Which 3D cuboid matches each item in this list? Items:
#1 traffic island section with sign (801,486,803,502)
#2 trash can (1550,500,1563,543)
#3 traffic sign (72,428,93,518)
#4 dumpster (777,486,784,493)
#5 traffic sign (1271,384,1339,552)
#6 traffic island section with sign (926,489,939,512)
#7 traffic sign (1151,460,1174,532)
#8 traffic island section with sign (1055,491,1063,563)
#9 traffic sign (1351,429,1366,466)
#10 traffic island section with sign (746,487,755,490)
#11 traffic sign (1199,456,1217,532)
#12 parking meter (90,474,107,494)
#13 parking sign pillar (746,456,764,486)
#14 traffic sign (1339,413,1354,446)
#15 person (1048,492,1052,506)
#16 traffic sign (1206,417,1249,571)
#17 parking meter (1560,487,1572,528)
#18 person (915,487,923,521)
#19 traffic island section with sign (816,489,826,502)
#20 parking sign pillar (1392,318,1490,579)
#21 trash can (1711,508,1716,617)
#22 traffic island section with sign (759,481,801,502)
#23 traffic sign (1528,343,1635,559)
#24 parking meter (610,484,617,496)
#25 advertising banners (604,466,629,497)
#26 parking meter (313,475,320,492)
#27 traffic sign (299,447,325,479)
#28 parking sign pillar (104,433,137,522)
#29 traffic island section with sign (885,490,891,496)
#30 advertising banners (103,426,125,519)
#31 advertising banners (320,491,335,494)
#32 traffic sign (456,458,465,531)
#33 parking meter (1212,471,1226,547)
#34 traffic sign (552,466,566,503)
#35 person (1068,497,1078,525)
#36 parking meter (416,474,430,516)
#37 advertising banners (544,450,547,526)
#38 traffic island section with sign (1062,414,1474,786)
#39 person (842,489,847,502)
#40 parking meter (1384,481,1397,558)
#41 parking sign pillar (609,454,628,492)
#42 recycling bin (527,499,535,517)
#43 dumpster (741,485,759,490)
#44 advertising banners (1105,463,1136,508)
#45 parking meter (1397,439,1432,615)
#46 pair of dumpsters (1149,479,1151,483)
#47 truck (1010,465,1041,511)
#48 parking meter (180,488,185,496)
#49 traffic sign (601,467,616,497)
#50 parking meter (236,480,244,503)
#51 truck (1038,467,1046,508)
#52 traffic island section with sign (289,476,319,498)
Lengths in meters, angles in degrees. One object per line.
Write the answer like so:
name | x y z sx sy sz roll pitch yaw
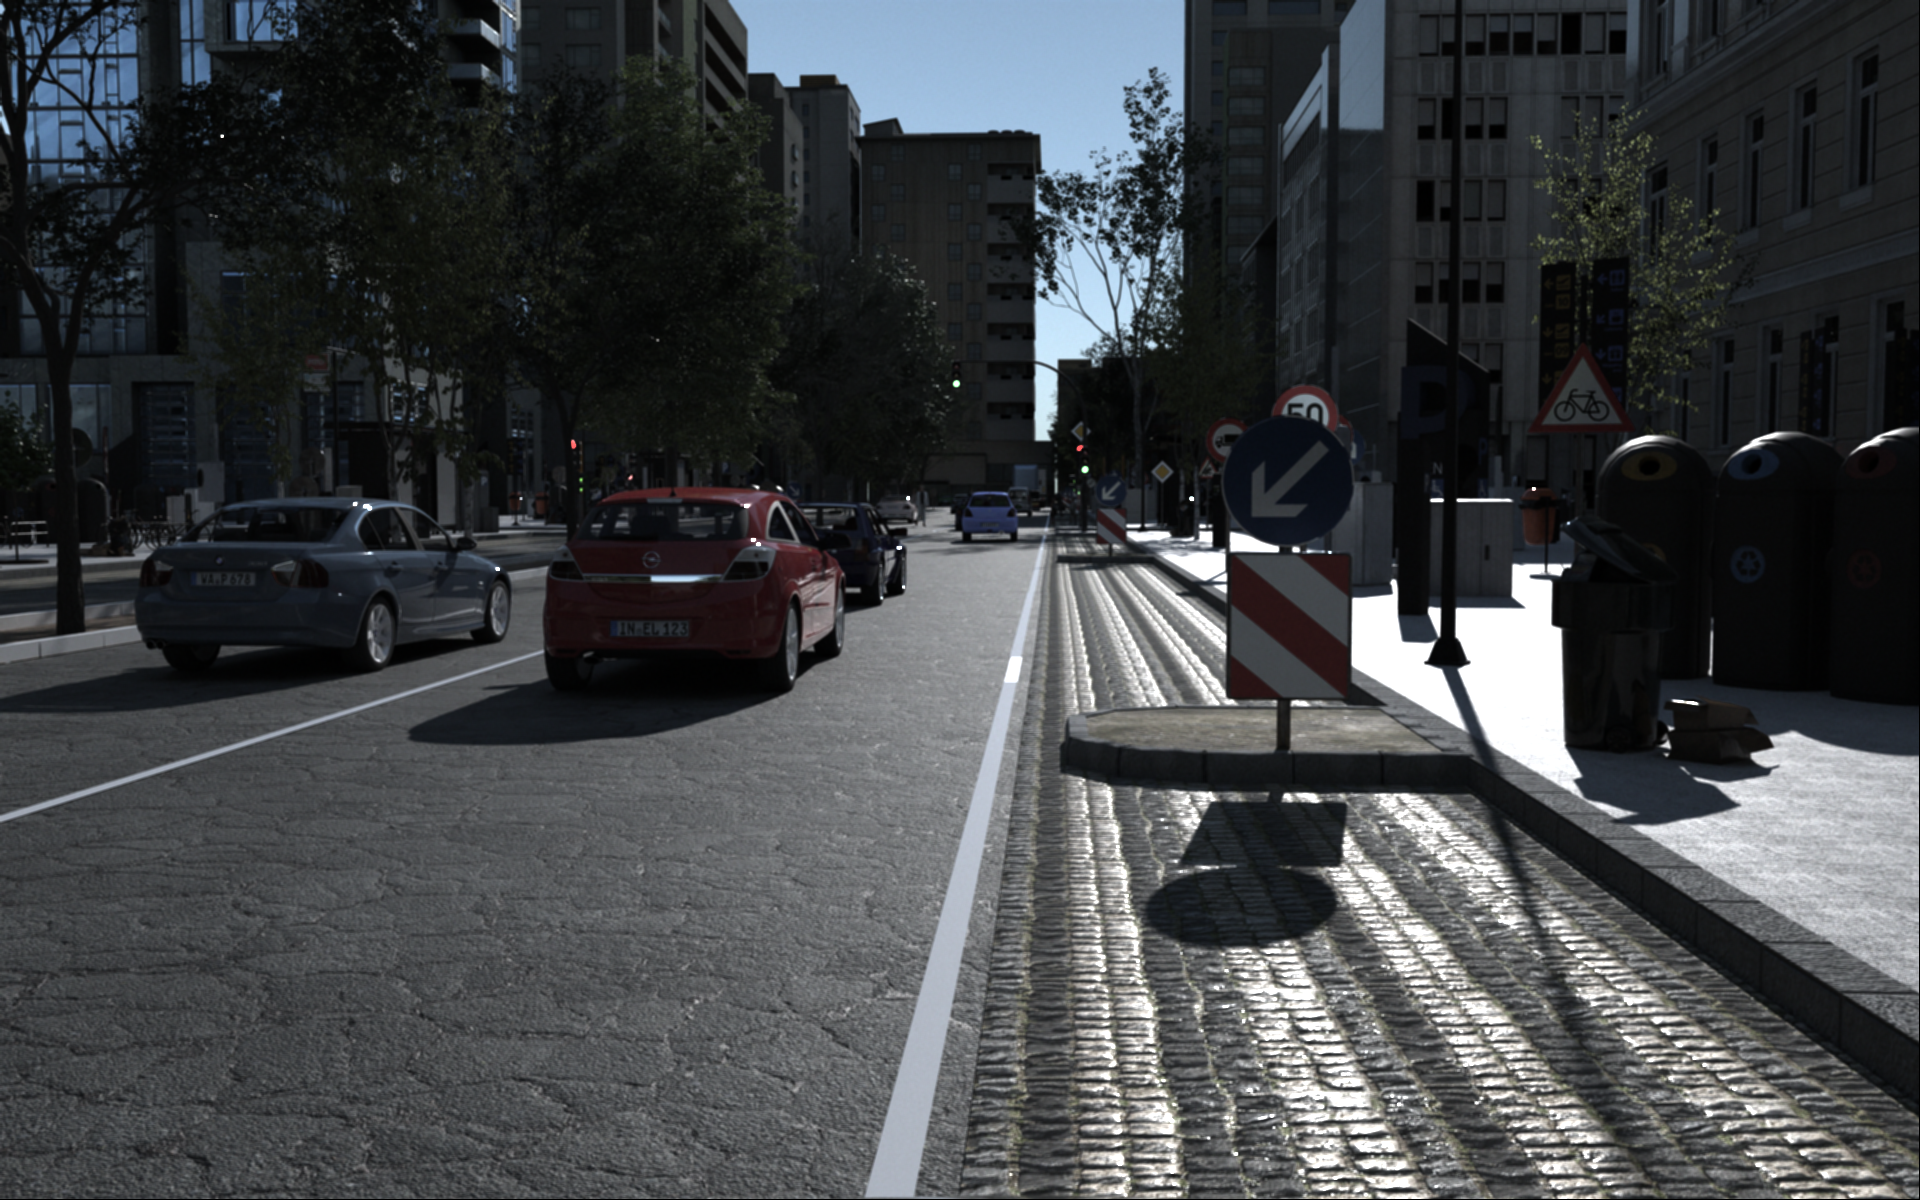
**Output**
traffic island section with sign | -6.305 -3.604 67.058 2.006 1.907 1.989 0 4 3
trash can | 15.341 -2.051 45.188 0.748 1.137 0.748 0 3 0
traffic sign | -17.063 -2.035 33.381 0.768 2.556 0.104 1 4 10
dumpster | -12.716 -6.846 117.683 1.264 1.857 1.865 0 4 3
traffic sign | 4.012 -1.229 20.204 0.768 2.556 0.104 1 4 10
traffic island section with sign | -2.230 -8.193 142.087 2.006 1.907 1.989 0 4 3
traffic sign | 6.890 -3.537 59.023 0.795 2.450 0.064 0 4 6
traffic island section with sign | 3.039 -1.696 36.359 1.989 1.847 2.006 0 4 3
traffic sign | 7.336 -2.015 33.059 0.768 2.556 0.104 1 4 11
traffic island section with sign | -11.230 -5.125 92.415 1.989 1.847 2.006 0 4 3
traffic sign | 8.401 -3.596 58.801 0.884 2.594 0.081 1 4 10
parking meter | -24.755 -2.696 49.792 0.399 1.863 0.255 -3 5 -41
parking sign pillar | -13.161 -7.516 111.355 1.447 3.967 1.447 3 5 40
traffic sign | 5.638 -1.620 26.594 0.768 2.556 0.104 1 4 12
person | 10.540 -11.801 202.907 0.415 1.643 0.593 1 4 10
traffic sign | 4.470 -1.758 28.857 0.768 2.556 0.104 0 4 5
parking meter | 22.846 -3.479 65.289 0.372 1.533 0.369 0 3 0
person | -2.143 -5.151 92.695 0.573 1.828 0.580 -1 4 -14
traffic island section with sign | -9.680 -6.845 120.537 1.989 1.847 2.006 0 4 3
parking sign pillar | 7.293 -2.306 26.175 1.447 3.967 1.447 3 5 41
trash can | 7.822 -0.408 18.321 0.748 1.137 0.748 0 3 0
traffic island section with sign | -6.717 -3.151 59.663 2.006 1.907 1.989 0 4 3
traffic sign | 5.360 -0.917 14.994 0.884 2.594 0.081 1 4 9
parking meter | -20.740 -5.996 103.748 0.399 1.863 0.255 0 4 0
advertising banners | -21.209 -6.794 107.274 2.074 3.025 0.090 2 4 25
parking meter | -20.242 -2.967 54.224 0.255 1.863 0.399 1 4 17
traffic sign | -17.493 -2.854 46.762 0.768 2.556 0.104 1 4 10
parking sign pillar | -36.725 -5.339 75.769 1.447 3.967 1.447 2 4 32
traffic island section with sign | -7.014 -9.846 169.604 1.989 1.847 2.006 0 4 3
advertising banners | -21.616 -2.939 44.236 0.090 3.025 2.074 -3 4 -37
advertising banners | -25.176 -4.556 70.678 2.074 3.025 0.090 0 4 2
traffic sign | -17.495 -3.682 60.309 0.768 2.556 0.104 0 4 4
parking meter | 6.307 -2.212 41.871 0.399 1.863 0.255 -3 5 -40
traffic sign | -17.969 -4.754 77.839 0.768 2.556 0.104 0 4 5
person | 5.262 -4.140 80.460 0.475 1.303 0.640 2 4 32
parking meter | -15.478 -2.703 49.909 0.255 1.863 0.399 -3 5 -41
advertising banners | -16.765 -4.517 70.034 0.090 3.025 2.074 -1 4 -14
traffic island section with sign | 1.575 -0.050 9.444 1.989 1.847 2.006 0 4 3
person | -8.020 -6.814 120.459 0.362 1.759 0.519 0 4 7
parking meter | 8.598 -1.615 34.820 0.372 1.533 0.369 0 3 0
parking sign pillar | -22.908 -7.808 116.129 1.447 3.967 1.447 3 4 37
recycling bin | -23.426 -5.066 95.388 0.722 1.027 0.722 0 4 -6
dumpster | -13.169 -6.324 109.160 1.264 1.857 1.865 0 4 3
advertising banners | 9.059 -6.218 97.859 2.074 3.025 0.090 0 4 7
parking meter | 4.845 -0.780 18.461 0.255 1.863 0.399 2 4 30
pair of dumpsters | 11.691 -6.184 103.602 1.574 2.255 4.437 0 4 3
truck | 5.801 -9.986 153.036 2.967 4.110 18.799 0 4 2
parking meter | -30.690 -3.685 68.665 0.372 1.533 0.369 0 3 0
traffic sign | -16.305 -4.906 80.315 0.768 2.556 0.104 1 4 12
parking meter | -30.300 -4.109 72.901 0.255 1.863 0.399 -1 4 -12
truck | 7.743 -11.840 182.497 2.839 4.237 11.283 0 4 1
traffic island section with sign | -14.231 -1.736 37.008 1.989 1.847 2.006 0 4 3
